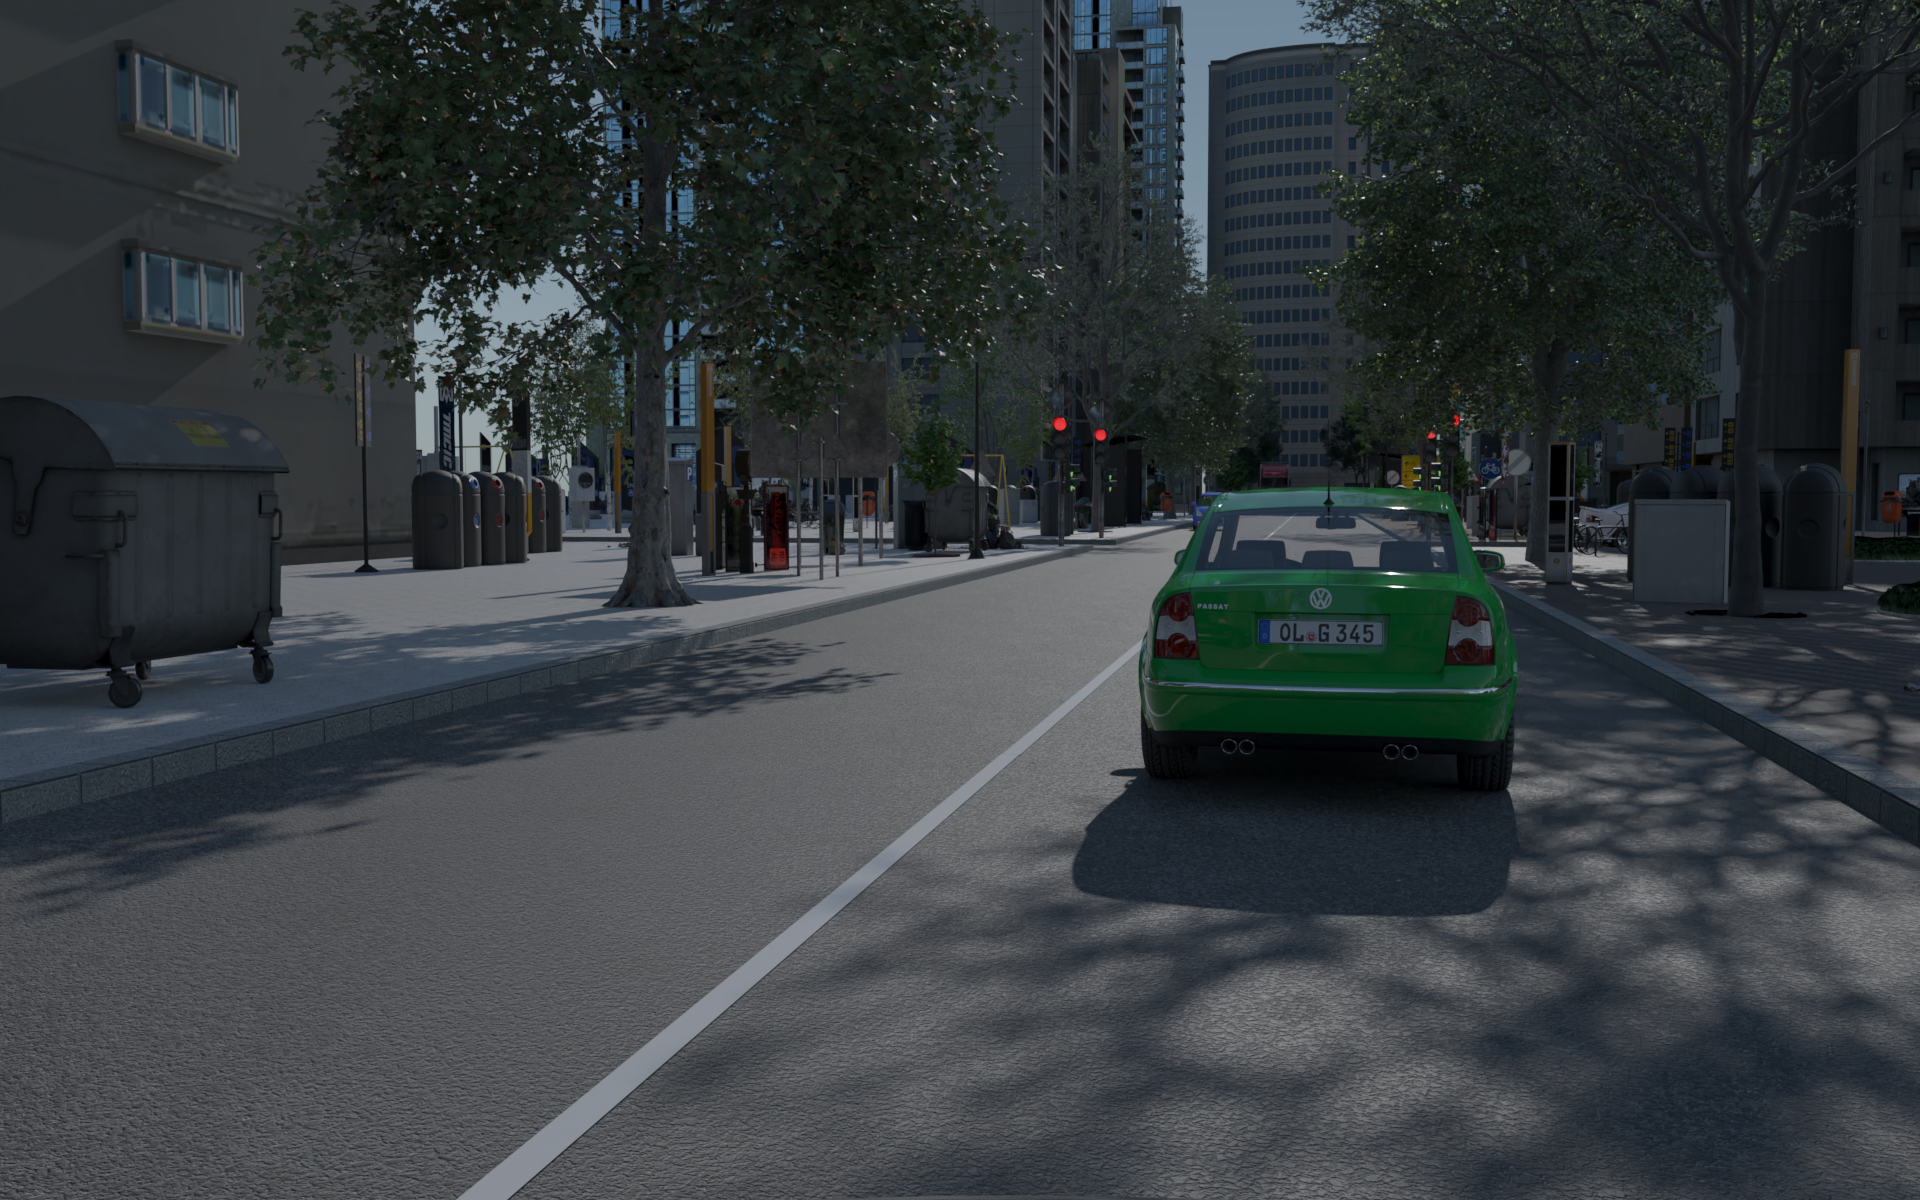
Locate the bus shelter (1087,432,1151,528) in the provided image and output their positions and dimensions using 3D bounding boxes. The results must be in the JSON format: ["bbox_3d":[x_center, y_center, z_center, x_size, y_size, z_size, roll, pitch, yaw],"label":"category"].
[{"bbox_3d":[6.467,-4.765,69.186,1.731,3.624,6.357,1,4,12],"label":"bus shelter"}]

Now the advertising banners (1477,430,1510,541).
[{"bbox_3d":[14.780,-3.168,47.987,0.090,3.025,2.074,0,4,-5],"label":"advertising banners"}]

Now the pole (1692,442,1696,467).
[{"bbox_3d":[28.840,-4.549,68.214,0.158,3.312,0.155,0,3,0],"label":"pole"}]

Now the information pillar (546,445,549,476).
[{"bbox_3d":[-19.504,-5.538,81.893,0.183,3.616,0.504,-1,4,-8],"label":"information pillar"}]

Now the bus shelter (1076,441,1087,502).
[{"bbox_3d":[6.318,-5.165,75.735,1.731,3.624,6.357,1,4,12],"label":"bus shelter"}]

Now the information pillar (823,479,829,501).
[{"bbox_3d":[-6.586,-4.923,84.978,0.304,2.012,0.304,0,4,-2],"label":"information pillar"}]

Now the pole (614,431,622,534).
[{"bbox_3d":[-11.133,-3.820,56.308,0.158,3.312,0.155,0,3,0],"label":"pole"}]

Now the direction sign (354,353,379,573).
[{"bbox_3d":[-9.753,-2.224,28.356,0.379,3.537,0.876,0,4,-4],"label":"direction sign"}]

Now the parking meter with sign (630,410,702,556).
[{"bbox_3d":[-5.944,-2.436,36.093,1.738,3.016,0.543,1,4,13],"label":"parking meter with sign"}]

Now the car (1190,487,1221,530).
[{"bbox_3d":[10.210,-3.649,69.250,1.945,1.707,3.694,1,4,10],"label":"car"}]

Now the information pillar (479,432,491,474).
[{"bbox_3d":[-17.931,-4.532,65.450,0.183,3.616,0.504,2,4,35],"label":"information pillar"}]

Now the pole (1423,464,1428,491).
[{"bbox_3d":[15.142,-3.816,56.240,0.158,3.312,0.155,0,3,0],"label":"pole"}]

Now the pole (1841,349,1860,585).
[{"bbox_3d":[12.589,-1.877,24.532,0.158,3.312,0.155,0,3,0],"label":"pole"}]

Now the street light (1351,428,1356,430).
[{"bbox_3d":[28.224,-9.141,121.997,1.470,5.913,1.316,1,4,12],"label":"street light"}]

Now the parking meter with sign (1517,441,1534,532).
[{"bbox_3d":[18.791,-3.710,56.917,0.543,3.016,1.738,0,4,-2],"label":"parking meter with sign"}]

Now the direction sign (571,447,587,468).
[{"bbox_3d":[-18.326,-5.586,83.330,0.876,3.537,0.379,2,4,24],"label":"direction sign"}]

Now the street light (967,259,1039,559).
[{"bbox_3d":[0.858,-3.765,34.093,1.470,5.913,1.316,1,4,12],"label":"street light"}]

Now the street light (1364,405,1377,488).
[{"bbox_3d":[21.632,-7.189,90.076,1.470,5.913,1.316,1,4,12],"label":"street light"}]

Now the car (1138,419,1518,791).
[{"bbox_3d":[2.126,-0.066,9.869,1.959,1.807,4.718,1,4,14],"label":"car"}]

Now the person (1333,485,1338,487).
[{"bbox_3d":[15.817,-3.932,72.965,0.419,1.800,0.721,1,4,17],"label":"person"}]

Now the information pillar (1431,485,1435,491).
[{"bbox_3d":[17.117,-3.582,63.053,0.304,2.012,0.304,0,4,7],"label":"information pillar"}]

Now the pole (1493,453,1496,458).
[{"bbox_3d":[26.231,-5.579,85.062,0.158,3.312,0.155,0,3,0],"label":"pole"}]

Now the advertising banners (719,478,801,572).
[{"bbox_3d":[-3.111,-2.009,29.037,2.074,3.025,0.090,-3,4,-38],"label":"advertising banners"}]

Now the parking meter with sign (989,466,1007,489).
[{"bbox_3d":[2.077,-6.906,109.170,1.738,3.016,0.543,-1,4,-15],"label":"parking meter with sign"}]

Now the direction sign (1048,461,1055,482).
[{"bbox_3d":[6.392,-7.866,120.602,0.379,3.537,0.876,2,4,34],"label":"direction sign"}]

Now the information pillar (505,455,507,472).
[{"bbox_3d":[-22.140,-5.750,85.368,0.504,3.616,0.183,-1,4,-9],"label":"information pillar"}]

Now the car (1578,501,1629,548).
[{"bbox_3d":[18.240,-1.936,44.010,4.827,1.381,2.083,1,4,12],"label":"car"}]

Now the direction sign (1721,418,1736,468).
[{"bbox_3d":[23.156,-3.646,51.603,0.876,3.537,0.379,2,4,30],"label":"direction sign"}]

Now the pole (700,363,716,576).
[{"bbox_3d":[-3.948,-2.036,27.129,0.158,3.312,0.155,0,3,0],"label":"pole"}]

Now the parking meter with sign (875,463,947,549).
[{"bbox_3d":[-1.172,-2.707,40.526,1.738,3.016,0.543,-1,4,-20],"label":"parking meter with sign"}]

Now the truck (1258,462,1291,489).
[{"bbox_3d":[27.841,-10.071,153.574,2.839,4.237,11.283,1,4,10],"label":"truck"}]

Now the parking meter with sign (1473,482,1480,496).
[{"bbox_3d":[28.830,-6.154,96.886,1.738,3.016,0.543,-1,4,-20],"label":"parking meter with sign"}]

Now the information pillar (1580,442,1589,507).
[{"bbox_3d":[28.309,-5.329,78.483,0.183,3.616,0.504,-1,4,-15],"label":"information pillar"}]

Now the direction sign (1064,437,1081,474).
[{"bbox_3d":[4.388,-4.698,68.811,0.876,3.537,0.379,1,4,18],"label":"direction sign"}]

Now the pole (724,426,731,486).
[{"bbox_3d":[-7.001,-3.572,52.240,0.158,3.312,0.155,0,3,0],"label":"pole"}]

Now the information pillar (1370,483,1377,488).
[{"bbox_3d":[26.816,-6.595,112.325,0.304,2.012,0.304,-2,4,-27],"label":"information pillar"}]

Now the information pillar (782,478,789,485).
[{"bbox_3d":[-10.537,-6.928,104.623,0.504,3.616,0.183,3,5,41],"label":"information pillar"}]

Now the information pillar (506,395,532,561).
[{"bbox_3d":[-8.382,-2.553,33.100,0.504,3.616,0.183,3,5,40],"label":"information pillar"}]

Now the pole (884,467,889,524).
[{"bbox_3d":[-3.201,-4.992,75.464,0.158,3.312,0.155,0,3,0],"label":"pole"}]

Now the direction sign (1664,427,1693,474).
[{"bbox_3d":[24.408,-4.094,58.933,0.876,3.537,0.379,2,4,31],"label":"direction sign"}]

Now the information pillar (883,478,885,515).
[{"bbox_3d":[-4.616,-6.994,105.698,0.504,3.616,0.183,3,4,37],"label":"information pillar"}]

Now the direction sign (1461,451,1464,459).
[{"bbox_3d":[26.506,-6.137,92.334,0.379,3.537,0.876,-2,4,-31],"label":"direction sign"}]

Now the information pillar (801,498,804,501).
[{"bbox_3d":[-10.483,-7.465,113.412,0.504,3.616,0.183,-1,4,-8],"label":"information pillar"}]

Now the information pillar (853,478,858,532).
[{"bbox_3d":[-3.489,-3.321,58.782,0.304,2.012,0.304,0,4,-5],"label":"information pillar"}]

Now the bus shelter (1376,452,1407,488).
[{"bbox_3d":[24.792,-6.601,99.204,1.731,3.624,6.357,1,4,12],"label":"bus shelter"}]

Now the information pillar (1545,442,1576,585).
[{"bbox_3d":[8.522,-1.229,24.580,0.304,2.012,0.304,2,4,35],"label":"information pillar"}]
